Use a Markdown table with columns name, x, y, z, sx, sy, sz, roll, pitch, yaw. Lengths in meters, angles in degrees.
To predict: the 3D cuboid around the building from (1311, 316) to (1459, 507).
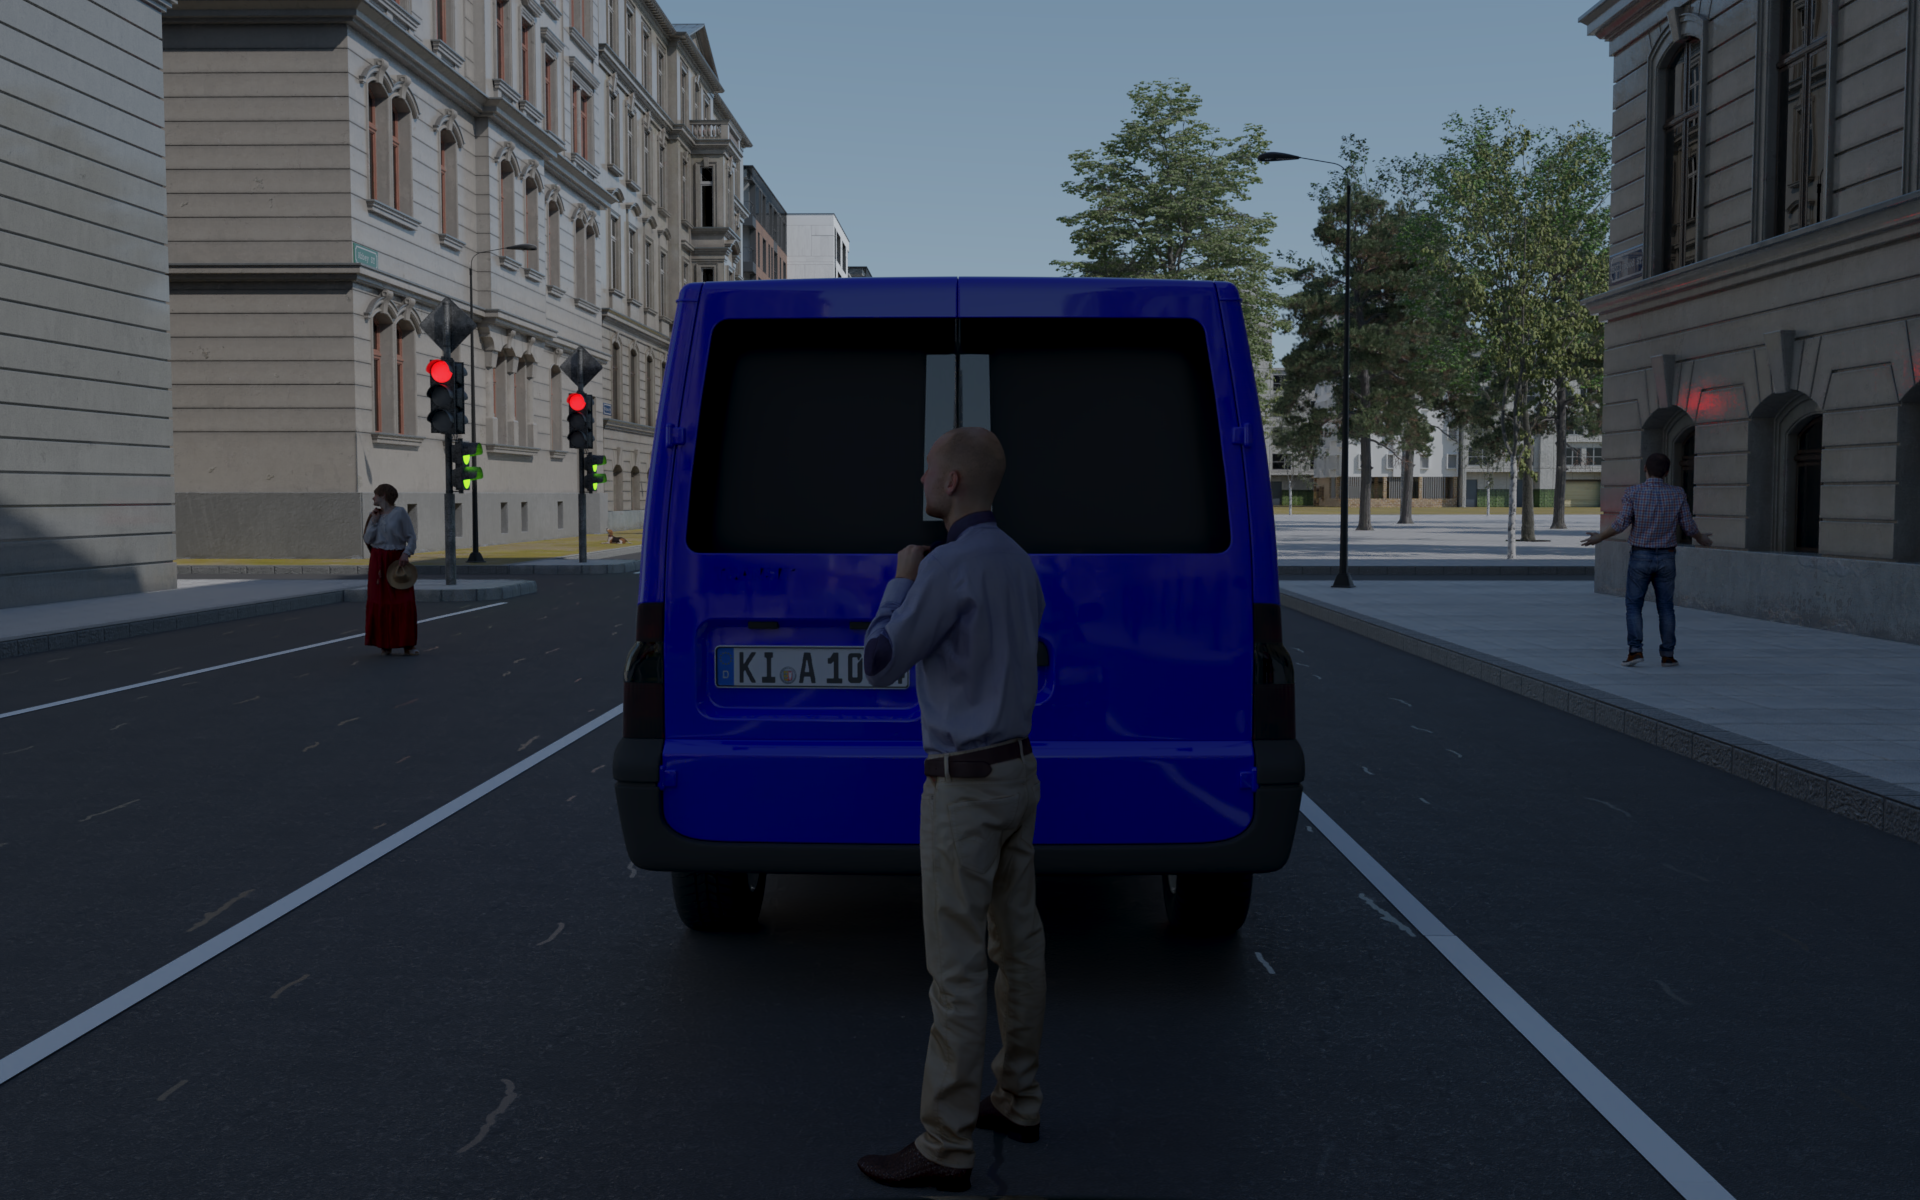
| name | x | y | z | sx | sy | sz | roll | pitch | yaw |
| --- | --- | --- | --- | --- | --- | --- | --- | --- | --- |
| building | 42.541 | -19.421 | 173.960 | 11.380 | 20.091 | 16.016 | 0 | 4 | 1 |

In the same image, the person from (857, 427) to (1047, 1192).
| name | x | y | z | sx | sy | sz | roll | pitch | yaw |
| --- | --- | --- | --- | --- | --- | --- | --- | --- | --- |
| person | -0.002 | 0.419 | 3.712 | 0.319 | 1.574 | 0.516 | 3 | 4 | 36 |

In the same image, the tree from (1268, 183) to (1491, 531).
| name | x | y | z | sx | sy | sz | roll | pitch | yaw |
| --- | --- | --- | --- | --- | --- | --- | --- | --- | --- |
| tree | 14.249 | -8.474 | 60.608 | 6.751 | 12.117 | 7.091 | 0 | 3 | 0 |

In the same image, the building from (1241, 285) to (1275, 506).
| name | x | y | z | sx | sy | sz | roll | pitch | yaw |
| --- | --- | --- | --- | --- | --- | --- | --- | --- | --- |
| building | 16.838 | -17.623 | 154.591 | 16.747 | 18.905 | 31.486 | 0 | 4 | 1 |

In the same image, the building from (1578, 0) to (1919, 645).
| name | x | y | z | sx | sy | sz | roll | pitch | yaw |
| --- | --- | --- | --- | --- | --- | --- | --- | --- | --- |
| building | 13.138 | -11.359 | 4.806 | 14.460 | 24.649 | 34.723 | 0 | 4 | 1 |

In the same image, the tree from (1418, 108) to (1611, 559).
| name | x | y | z | sx | sy | sz | roll | pitch | yaw |
| --- | --- | --- | --- | --- | --- | --- | --- | --- | --- |
| tree | 11.163 | -5.118 | 34.038 | 4.737 | 8.622 | 4.395 | 0 | 3 | 0 |

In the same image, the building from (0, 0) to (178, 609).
| name | x | y | z | sx | sy | sz | roll | pitch | yaw |
| --- | --- | --- | --- | --- | --- | --- | --- | --- | --- |
| building | -25.405 | -14.674 | 17.407 | 29.804 | 29.767 | 11.434 | 0 | 4 | 1 |

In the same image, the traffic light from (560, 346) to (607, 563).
| name | x | y | z | sx | sy | sz | roll | pitch | yaw |
| --- | --- | --- | --- | --- | --- | --- | --- | --- | --- |
| traffic light | -7.056 | -2.638 | 32.369 | 0.839 | 4.213 | 0.868 | 0 | 4 | 1 |

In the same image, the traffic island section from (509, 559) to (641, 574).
| name | x | y | z | sx | sy | sz | roll | pitch | yaw |
| --- | --- | --- | --- | --- | --- | --- | --- | --- | --- |
| traffic island section | -7.096 | -0.625 | 32.504 | 2.009 | 0.180 | 2.903 | 0 | 4 | 1 |

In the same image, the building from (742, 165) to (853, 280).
| name | x | y | z | sx | sy | sz | roll | pitch | yaw |
| --- | --- | --- | --- | --- | --- | --- | --- | --- | --- |
| building | -23.113 | -17.145 | 124.290 | 27.936 | 21.610 | 32.646 | 0 | 4 | 1 |

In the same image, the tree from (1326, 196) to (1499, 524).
| name | x | y | z | sx | sy | sz | roll | pitch | yaw |
| --- | --- | --- | --- | --- | --- | --- | --- | --- | --- |
| tree | 19.541 | -10.204 | 74.253 | 7.806 | 13.903 | 7.818 | 0 | 3 | 0 |

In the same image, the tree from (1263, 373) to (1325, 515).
| name | x | y | z | sx | sy | sz | roll | pitch | yaw |
| --- | --- | --- | --- | --- | --- | --- | --- | --- | --- |
| tree | 20.059 | -9.443 | 104.761 | 4.360 | 8.622 | 3.978 | 0 | 3 | 0 |

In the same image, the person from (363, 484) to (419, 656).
| name | x | y | z | sx | sy | sz | roll | pitch | yaw |
| --- | --- | --- | --- | --- | --- | --- | --- | --- | --- |
| person | -5.045 | -0.270 | 15.385 | 0.523 | 1.526 | 0.387 | 1 | 4 | 10 |

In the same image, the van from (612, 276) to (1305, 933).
| name | x | y | z | sx | sy | sz | roll | pitch | yaw |
| --- | --- | --- | --- | --- | --- | --- | --- | --- | --- |
| van | 0.038 | -0.180 | 7.326 | 2.240 | 2.365 | 5.245 | 0 | 4 | 1 |

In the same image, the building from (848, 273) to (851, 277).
| name | x | y | z | sx | sy | sz | roll | pitch | yaw |
| --- | --- | --- | --- | --- | --- | --- | --- | --- | --- |
| building | -16.105 | -17.742 | 146.496 | 16.016 | 20.091 | 11.380 | 0 | 4 | 1 |

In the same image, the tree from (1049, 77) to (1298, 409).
| name | x | y | z | sx | sy | sz | roll | pitch | yaw |
| --- | --- | --- | --- | --- | --- | --- | --- | --- | --- |
| tree | 5.736 | -7.968 | 48.396 | 7.486 | 12.596 | 7.792 | 0 | 3 | 0 |

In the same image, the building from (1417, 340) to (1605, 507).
| name | x | y | z | sx | sy | sz | roll | pitch | yaw |
| --- | --- | --- | --- | --- | --- | --- | --- | --- | --- |
| building | 63.964 | -18.763 | 173.238 | 31.486 | 18.905 | 16.747 | 0 | 4 | 1 |

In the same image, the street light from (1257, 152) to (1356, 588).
| name | x | y | z | sx | sy | sz | roll | pitch | yaw |
| --- | --- | --- | --- | --- | --- | --- | --- | --- | --- |
| street light | 4.735 | -3.127 | 23.668 | 1.470 | 5.913 | 1.316 | 0 | 4 | 1 |

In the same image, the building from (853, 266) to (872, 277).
| name | x | y | z | sx | sy | sz | roll | pitch | yaw |
| --- | --- | --- | --- | --- | --- | --- | --- | --- | --- |
| building | -24.418 | -19.918 | 169.639 | 32.646 | 21.610 | 27.936 | 0 | 4 | 1 |

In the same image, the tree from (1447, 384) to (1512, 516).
| name | x | y | z | sx | sy | sz | roll | pitch | yaw |
| --- | --- | --- | --- | --- | --- | --- | --- | --- | --- |
| tree | 31.367 | -9.357 | 103.355 | 4.360 | 8.622 | 3.978 | 0 | 3 | 0 |

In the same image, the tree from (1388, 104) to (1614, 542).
| name | x | y | z | sx | sy | sz | roll | pitch | yaw |
| --- | --- | --- | --- | --- | --- | --- | --- | --- | --- |
| tree | 15.248 | -7.390 | 46.589 | 9.928 | 11.665 | 9.643 | 0 | 3 | 0 |

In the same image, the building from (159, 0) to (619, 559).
| name | x | y | z | sx | sy | sz | roll | pitch | yaw |
| --- | --- | --- | --- | --- | --- | --- | --- | --- | --- |
| building | -17.846 | -15.727 | 44.526 | 14.401 | 28.519 | 23.554 | 0 | 4 | 1 |

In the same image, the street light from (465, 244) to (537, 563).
| name | x | y | z | sx | sy | sz | roll | pitch | yaw |
| --- | --- | --- | --- | --- | --- | --- | --- | --- | --- |
| street light | -8.539 | -3.654 | 32.283 | 1.470 | 5.913 | 1.316 | 0 | 4 | 1 |

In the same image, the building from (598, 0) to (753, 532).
| name | x | y | z | sx | sy | sz | roll | pitch | yaw |
| --- | --- | --- | --- | --- | --- | --- | --- | --- | --- |
| building | -16.698 | -15.593 | 74.026 | 14.460 | 24.649 | 34.723 | 0 | 4 | 1 |

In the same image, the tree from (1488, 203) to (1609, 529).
| name | x | y | z | sx | sy | sz | roll | pitch | yaw |
| --- | --- | --- | --- | --- | --- | --- | --- | --- | --- |
| tree | 22.072 | -8.645 | 63.409 | 6.751 | 12.117 | 7.091 | 0 | 3 | 0 |

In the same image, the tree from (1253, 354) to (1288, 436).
| name | x | y | z | sx | sy | sz | roll | pitch | yaw |
| --- | --- | --- | --- | --- | --- | --- | --- | --- | --- |
| tree | 10.793 | -7.201 | 68.106 | 4.737 | 8.622 | 4.395 | 0 | 3 | 0 |

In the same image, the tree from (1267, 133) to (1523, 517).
| name | x | y | z | sx | sy | sz | roll | pitch | yaw |
| --- | --- | --- | --- | --- | --- | --- | --- | --- | --- |
| tree | 22.691 | -14.376 | 90.941 | 12.611 | 20.169 | 13.585 | 0 | 3 | 0 |

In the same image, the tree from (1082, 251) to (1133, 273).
| name | x | y | z | sx | sy | sz | roll | pitch | yaw |
| --- | --- | --- | --- | --- | --- | --- | --- | --- | --- |
| tree | 6.791 | -9.504 | 77.444 | 6.751 | 12.117 | 7.091 | 0 | 3 | 0 |

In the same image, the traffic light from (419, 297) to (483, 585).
| name | x | y | z | sx | sy | sz | roll | pitch | yaw |
| --- | --- | --- | --- | --- | --- | --- | --- | --- | --- |
| traffic light | -7.183 | -2.149 | 24.385 | 0.839 | 4.213 | 0.868 | 0 | 4 | 1 |

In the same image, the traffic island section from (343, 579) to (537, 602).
| name | x | y | z | sx | sy | sz | roll | pitch | yaw |
| --- | --- | --- | --- | --- | --- | --- | --- | --- | --- |
| traffic island section | -7.223 | -0.137 | 24.519 | 2.009 | 0.180 | 2.903 | 0 | 4 | 1 |

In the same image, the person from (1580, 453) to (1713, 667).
| name | x | y | z | sx | sy | sz | roll | pitch | yaw |
| --- | --- | --- | --- | --- | --- | --- | --- | --- | --- |
| person | 5.164 | -0.300 | 12.904 | 0.963 | 1.587 | 0.435 | 0 | 4 | 3 |

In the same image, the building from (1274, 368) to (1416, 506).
| name | x | y | z | sx | sy | sz | roll | pitch | yaw |
| --- | --- | --- | --- | --- | --- | --- | --- | --- | --- |
| building | 41.638 | -20.398 | 199.963 | 31.486 | 18.905 | 16.747 | 0 | 4 | 1 |

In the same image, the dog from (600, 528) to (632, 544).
| name | x | y | z | sx | sy | sz | roll | pitch | yaw |
| --- | --- | --- | --- | --- | --- | --- | --- | --- | --- |
| dog | -8.852 | -1.643 | 44.598 | 0.748 | 0.427 | 0.550 | 2 | 4 | 34 |
